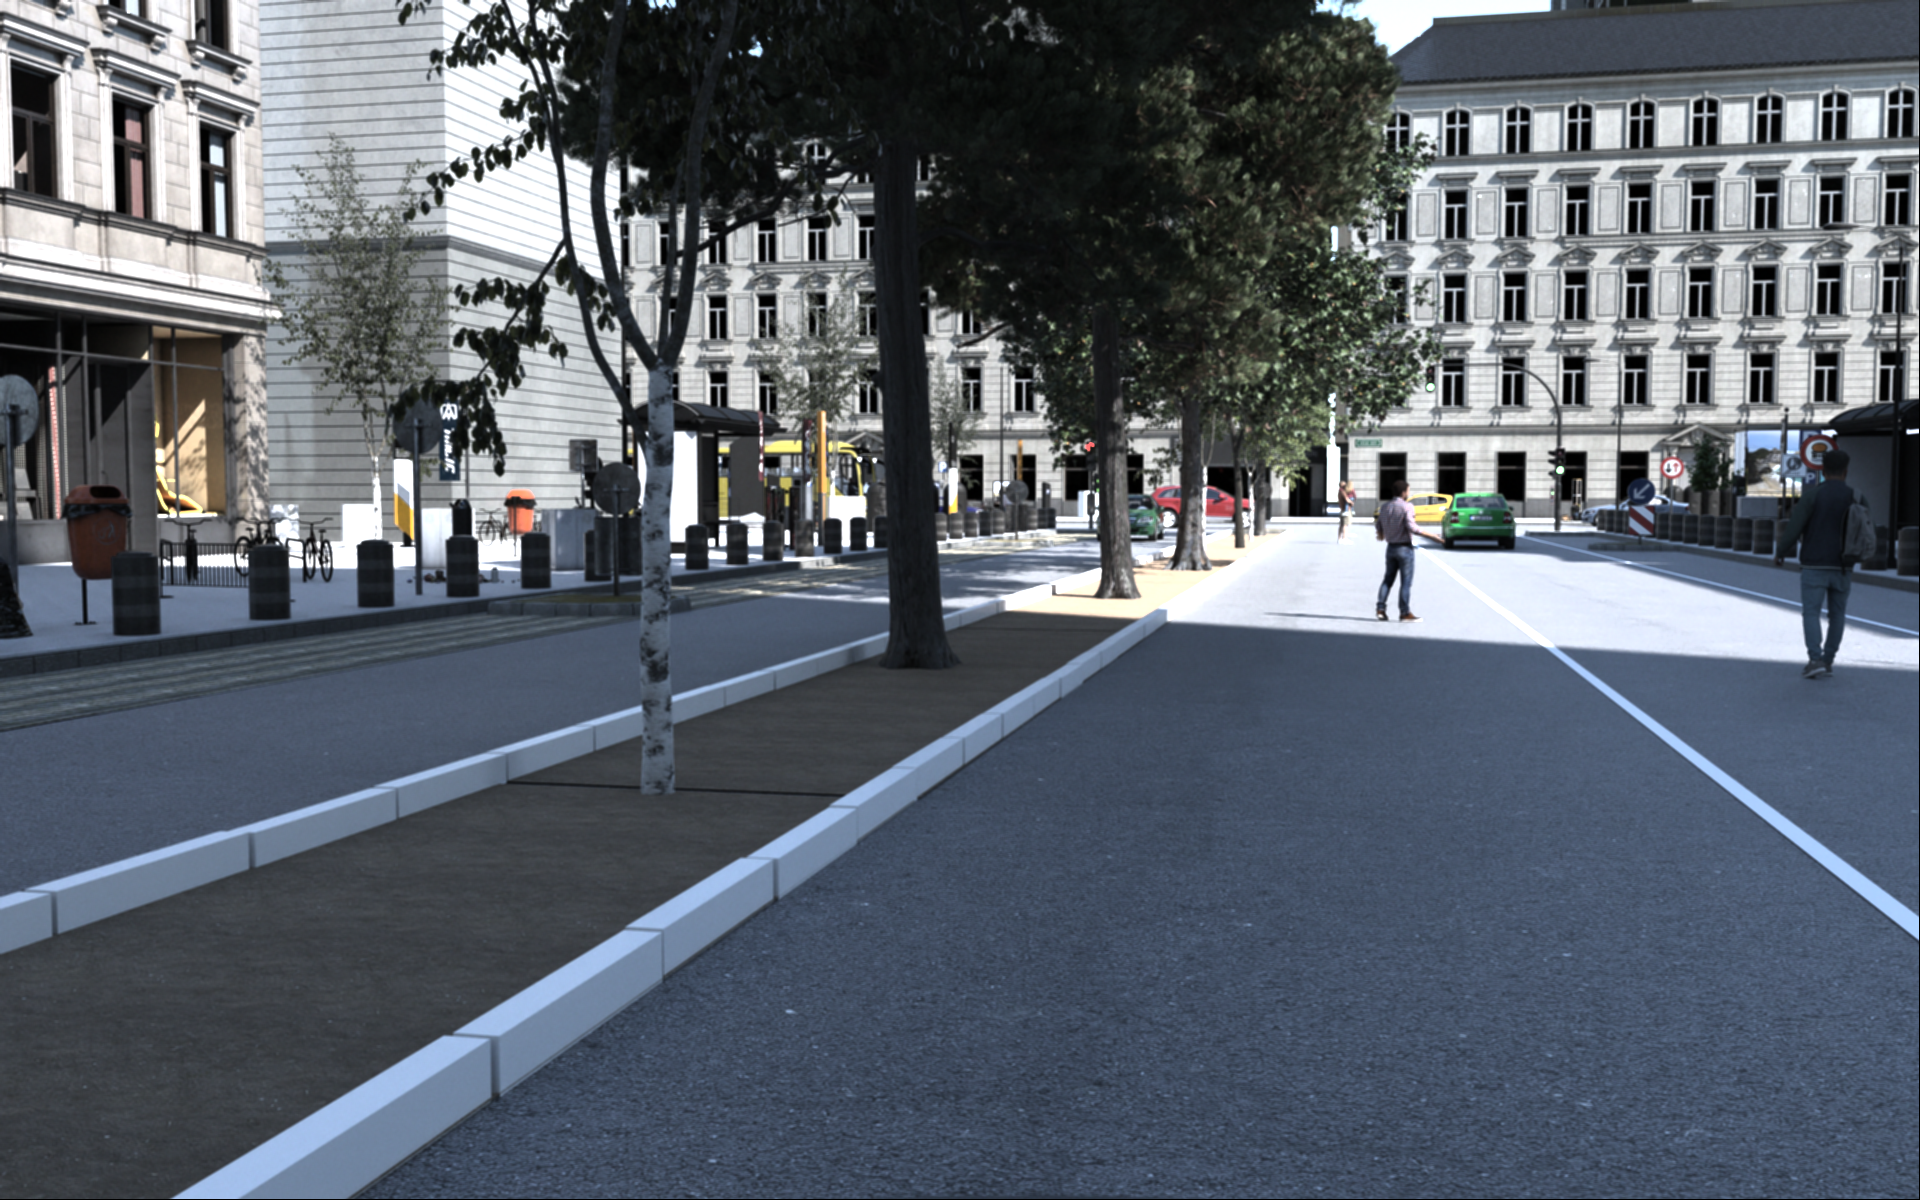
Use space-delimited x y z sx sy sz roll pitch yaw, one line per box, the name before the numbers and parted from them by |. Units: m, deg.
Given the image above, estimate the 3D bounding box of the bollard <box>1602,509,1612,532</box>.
bollard | 21.987 -2.673 58.428 0.404 0.777 0.398 0 3 0

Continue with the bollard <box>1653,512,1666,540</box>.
bollard | 19.795 -2.077 48.680 0.404 0.777 0.398 0 3 0

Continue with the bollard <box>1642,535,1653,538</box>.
bollard | 20.239 -2.197 50.639 0.404 0.777 0.398 0 3 0

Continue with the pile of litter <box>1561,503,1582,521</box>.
pile of litter | 28.770 -4.133 81.541 1.719 0.858 1.176 -1 4 -9

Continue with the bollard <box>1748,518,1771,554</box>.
bollard | 17.172 -1.363 37.010 0.404 0.777 0.398 0 3 0

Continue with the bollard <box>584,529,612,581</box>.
bollard | -5.351 -0.665 25.594 0.404 0.777 0.398 0 3 0

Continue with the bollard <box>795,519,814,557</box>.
bollard | -3.170 -1.259 35.305 0.404 0.777 0.398 0 3 0

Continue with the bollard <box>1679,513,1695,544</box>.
bollard | 18.922 -1.840 44.797 0.404 0.777 0.398 0 3 0

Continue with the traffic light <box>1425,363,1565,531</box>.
traffic light | 18.578 -5.226 60.112 4.771 5.953 1.251 1 4 13

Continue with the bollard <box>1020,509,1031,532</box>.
bollard | 2.076 -2.687 58.653 0.404 0.777 0.398 0 3 0

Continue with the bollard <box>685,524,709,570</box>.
bollard | -4.479 -0.903 29.480 0.404 0.777 0.398 0 3 0

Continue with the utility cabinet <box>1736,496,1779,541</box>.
utility cabinet | 21.821 -2.217 47.412 1.020 1.237 0.306 0 4 -1

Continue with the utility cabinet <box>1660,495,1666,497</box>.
utility cabinet | 31.633 -4.148 78.974 1.020 1.237 0.306 -1 4 -8

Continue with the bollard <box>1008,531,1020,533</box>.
bollard | 1.637 -2.568 56.712 0.404 0.777 0.398 0 3 0

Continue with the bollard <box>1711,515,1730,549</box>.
bollard | 18.047 -1.601 40.893 0.404 0.777 0.398 0 3 0

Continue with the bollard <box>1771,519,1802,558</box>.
bollard | 16.738 -1.244 35.059 0.404 0.777 0.398 0 3 0

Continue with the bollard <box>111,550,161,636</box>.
bollard | -7.540 -0.069 15.849 0.404 0.777 0.398 0 3 0

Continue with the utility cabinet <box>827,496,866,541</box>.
utility cabinet | -3.119 -2.225 47.545 1.020 1.237 0.306 -1 4 -18

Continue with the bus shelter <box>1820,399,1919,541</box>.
bus shelter | 20.511 -2.677 37.699 2.014 3.302 5.546 1 4 12

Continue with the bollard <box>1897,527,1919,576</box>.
bollard | 14.984 -0.767 27.257 0.404 0.777 0.398 0 3 0

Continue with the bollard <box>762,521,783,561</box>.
bollard | -3.605 -1.140 33.363 0.404 0.777 0.398 0 3 0

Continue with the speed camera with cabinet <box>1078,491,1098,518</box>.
speed camera with cabinet | 7.303 -6.040 93.086 2.038 3.252 0.660 -2 4 -35

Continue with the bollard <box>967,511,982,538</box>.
bollard | 0.323 -2.211 50.872 0.404 0.777 0.398 0 3 0

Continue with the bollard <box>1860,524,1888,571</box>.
bollard | 15.424 -0.887 29.215 0.404 0.777 0.398 0 3 0

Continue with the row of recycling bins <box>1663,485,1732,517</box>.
row of recycling bins | 35.299 -4.611 82.498 3.534 1.692 1.069 0 4 -5

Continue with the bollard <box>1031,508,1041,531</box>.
bollard | 2.507 -2.806 60.596 0.404 0.777 0.398 0 3 0

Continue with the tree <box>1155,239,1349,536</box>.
tree | 10.159 -8.453 58.790 7.486 12.596 7.792 0 3 0

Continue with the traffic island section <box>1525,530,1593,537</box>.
traffic island section | 20.675 -2.301 59.900 2.009 0.180 2.903 1 4 13

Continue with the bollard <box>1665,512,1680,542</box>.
bollard | 19.358 -1.959 46.738 0.404 0.777 0.398 0 3 0

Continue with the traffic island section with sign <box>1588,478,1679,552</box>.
traffic island section with sign | 17.180 -2.181 44.291 1.989 1.847 2.006 1 4 13

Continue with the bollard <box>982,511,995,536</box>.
bollard | 0.763 -2.330 52.814 0.404 0.777 0.398 0 3 0

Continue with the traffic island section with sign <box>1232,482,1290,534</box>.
traffic island section with sign | 10.859 -3.315 62.342 2.006 1.907 1.989 1 4 13

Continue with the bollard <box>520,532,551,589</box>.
bollard | -5.791 -0.546 23.638 0.404 0.777 0.398 0 3 0

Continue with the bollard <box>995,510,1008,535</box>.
bollard | 1.198 -2.449 54.759 0.404 0.777 0.398 0 3 0

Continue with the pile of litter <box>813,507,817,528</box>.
pile of litter | -5.723 -3.180 65.959 1.176 0.858 1.719 1 4 13

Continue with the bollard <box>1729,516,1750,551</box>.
bollard | 17.613 -1.482 38.951 0.404 0.777 0.398 0 3 0

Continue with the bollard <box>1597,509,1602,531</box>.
bollard | 22.422 -2.793 60.380 0.404 0.777 0.398 0 3 0

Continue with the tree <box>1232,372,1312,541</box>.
tree | 8.744 -6.046 51.673 4.737 8.622 4.395 0 3 0

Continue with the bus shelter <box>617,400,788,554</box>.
bus shelter | -5.736 -2.786 39.472 2.014 3.302 5.546 1 4 12

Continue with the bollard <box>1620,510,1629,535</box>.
bollard | 21.110 -2.436 54.545 0.404 0.777 0.398 0 3 0

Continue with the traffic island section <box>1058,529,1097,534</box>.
traffic island section | 4.780 -2.519 63.462 2.009 0.180 2.903 1 4 13

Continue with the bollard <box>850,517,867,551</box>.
bollard | -2.299 -1.497 39.189 0.404 0.777 0.398 0 3 0

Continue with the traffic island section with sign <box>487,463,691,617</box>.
traffic island section with sign | -4.391 -0.762 21.094 1.989 1.847 2.006 1 4 13

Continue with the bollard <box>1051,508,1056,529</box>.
bollard | 3.379 -3.044 64.490 0.404 0.777 0.398 0 3 0

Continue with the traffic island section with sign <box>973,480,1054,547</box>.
traffic island section with sign | 1.517 -2.371 47.397 1.989 1.847 2.006 1 4 13

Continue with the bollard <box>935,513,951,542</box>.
bollard | -0.550 -1.973 46.969 0.404 0.777 0.398 0 3 0

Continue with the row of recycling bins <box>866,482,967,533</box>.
row of recycling bins | -1.453 -3.085 57.547 3.534 1.692 1.069 1 4 17

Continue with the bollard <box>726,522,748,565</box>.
bollard | -4.041 -1.022 31.422 0.404 0.777 0.398 0 3 0

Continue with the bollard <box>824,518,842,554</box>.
bollard | -2.733 -1.378 37.247 0.404 0.777 0.398 0 3 0

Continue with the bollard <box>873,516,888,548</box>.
bollard | -1.861 -1.615 41.130 0.404 0.777 0.398 0 3 0

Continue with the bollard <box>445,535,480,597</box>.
bollard | -6.229 -0.426 21.686 0.404 0.777 0.398 0 3 0

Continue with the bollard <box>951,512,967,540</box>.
bollard | -0.117 -2.091 48.912 0.404 0.777 0.398 0 3 0

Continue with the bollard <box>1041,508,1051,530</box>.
bollard | 2.948 -2.925 62.545 0.404 0.777 0.398 0 3 0

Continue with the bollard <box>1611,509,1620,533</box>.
bollard | 21.553 -2.555 56.486 0.404 0.777 0.398 0 3 0

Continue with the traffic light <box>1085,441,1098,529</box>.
traffic light | 4.816 -4.550 63.318 0.839 4.253 0.868 1 4 13

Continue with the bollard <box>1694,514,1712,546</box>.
bollard | 18.482 -1.720 42.835 0.404 0.777 0.398 0 3 0

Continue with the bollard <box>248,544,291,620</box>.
bollard | -7.100 -0.189 17.803 0.404 0.777 0.398 0 3 0

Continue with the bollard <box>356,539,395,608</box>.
bollard | -6.663 -0.307 19.744 0.404 0.777 0.398 0 3 0
